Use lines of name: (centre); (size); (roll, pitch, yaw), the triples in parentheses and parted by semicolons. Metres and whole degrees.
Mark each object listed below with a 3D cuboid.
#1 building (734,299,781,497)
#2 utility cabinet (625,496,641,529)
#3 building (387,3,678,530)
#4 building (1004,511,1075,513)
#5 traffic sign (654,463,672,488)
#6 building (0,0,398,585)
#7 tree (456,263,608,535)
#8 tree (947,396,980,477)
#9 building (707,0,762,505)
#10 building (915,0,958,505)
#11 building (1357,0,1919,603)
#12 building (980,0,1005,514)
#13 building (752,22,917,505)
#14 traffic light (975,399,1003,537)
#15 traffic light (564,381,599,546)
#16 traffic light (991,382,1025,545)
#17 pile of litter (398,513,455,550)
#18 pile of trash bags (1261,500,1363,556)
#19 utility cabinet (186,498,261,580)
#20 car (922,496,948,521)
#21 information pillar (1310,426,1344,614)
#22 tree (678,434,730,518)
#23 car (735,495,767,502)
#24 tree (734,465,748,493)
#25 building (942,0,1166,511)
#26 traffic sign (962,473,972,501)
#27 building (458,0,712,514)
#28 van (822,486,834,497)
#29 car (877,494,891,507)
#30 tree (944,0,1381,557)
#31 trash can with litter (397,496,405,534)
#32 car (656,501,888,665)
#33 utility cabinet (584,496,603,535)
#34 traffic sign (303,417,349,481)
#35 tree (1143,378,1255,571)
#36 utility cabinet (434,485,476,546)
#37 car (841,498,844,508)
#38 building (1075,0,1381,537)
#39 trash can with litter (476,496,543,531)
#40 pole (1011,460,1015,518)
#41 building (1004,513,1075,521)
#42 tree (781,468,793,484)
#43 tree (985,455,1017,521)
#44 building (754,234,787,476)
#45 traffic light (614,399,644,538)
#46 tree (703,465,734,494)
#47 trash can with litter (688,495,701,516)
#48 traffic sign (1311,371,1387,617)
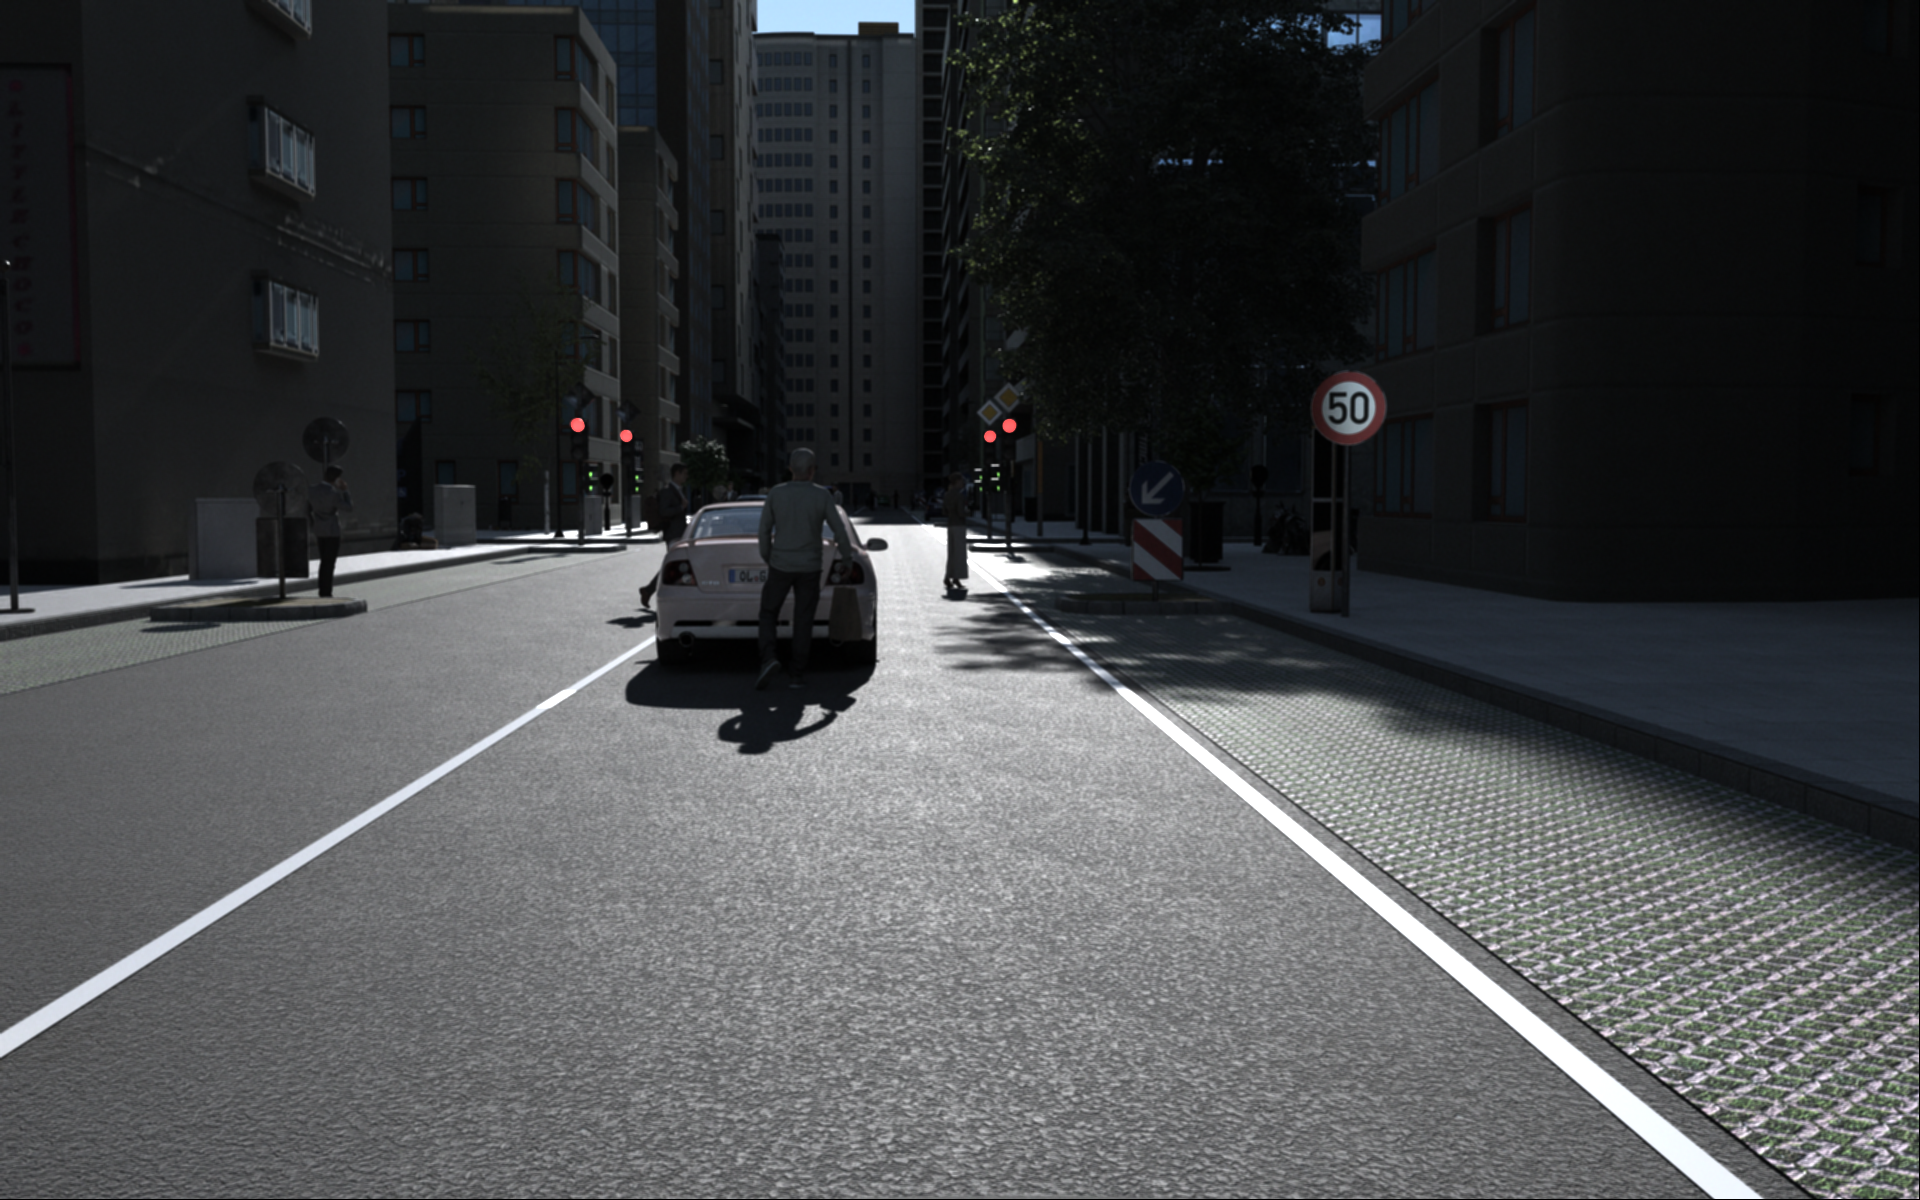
building: (-32.089, -19.710, 167.301); (27.650, 21.520, 28.899); (0, 4, -2)
utility cabinet: (-12.190, -3.263, 64.506); (0.306, 1.237, 1.020); (0, 4, 8)
building: (-27.883, -14.092, 75.448); (27.650, 21.520, 28.899); (0, 4, -2)
building: (10.897, -31.891, 145.125); (21.300, 48.544, 21.600); (0, 4, -2)
traffic sign: (-12.367, -4.404, 72.109); (0.768, 2.556, 0.104); (0, 4, -1)
building: (-22.800, -24.654, 26.800); (21.600, 48.544, 21.300); (0, 4, -2)
tree: (-13.298, -6.372, 54.543); (4.737, 8.622, 4.395); (0, 3, 0)
tree: (0.765, -10.986, 129.979); (4.360, 8.622, 3.978); (0, 3, 0)
building: (-30.315, -33.579, 138.254); (28.713, 52.752, 27.495); (0, 4, -2)
building: (4.650, -47.841, 220.457); (20.611, 71.187, 20.563); (0, 4, -2)
building: (21.154, -10.387, 14.873); (27.650, 21.520, 28.899); (0, 4, -2)
building: (8.283, -26.465, 116.294); (14.154, 41.232, 14.086); (0, 4, -2)
building: (-19.746, -41.467, 219.979); (28.212, 58.520, 21.231); (0, 4, -2)
traffic light: (0.857, -3.823, 51.419); (0.839, 4.253, 0.868); (0, 4, -2)
traffic light: (-9.402, -3.306, 42.973); (0.839, 4.253, 0.868); (0, 4, -2)
traffic light: (1.199, -3.335, 43.441); (0.839, 4.253, 0.868); (0, 4, -2)
pile of litter: (-12.565, -1.591, 39.985); (1.719, 0.858, 1.176); (0, 4, -5)
pile of trash bags: (7.538, -1.627, 36.349); (1.912, 1.369, 3.447); (0, 4, -1)
utility cabinet: (-11.150, -0.924, 26.266); (0.306, 1.237, 1.020); (3, 5, 41)
car: (-1.034, -4.895, 92.616); (1.945, 1.354, 3.894); (0, 4, -2)
information pillar: (3.994, -0.869, 18.707); (0.304, 2.012, 0.304); (-3, 5, -45)
tree: (-13.980, -6.737, 93.861); (4.285, 4.588, 4.351); (0, 3, 0)
car: (-6.360, -2.594, 54.410); (2.014, 1.417, 4.499); (0, 4, -3)
tree: (-14.915, -7.297, 113.899); (1.663, 3.219, 1.824); (0, 3, 0)
building: (9.273, -33.207, 166.635); (21.300, 48.544, 21.600); (0, 4, -2)
traffic sign: (0.339, -6.357, 104.034); (0.768, 2.556, 0.104); (0, 4, -2)
building: (-24.220, -28.428, 114.903); (14.600, 45.320, 14.200); (0, 4, -2)
van: (-10.465, -7.860, 132.900); (2.240, 2.365, 5.245); (0, 4, -4)
car: (-8.857, -11.501, 196.841); (1.959, 1.807, 4.718); (0, 4, -2)
tree: (4.359, -7.861, 35.190); (9.857, 13.997, 8.962); (0, 3, 0)
trash can with litter: (-18.283, -2.747, 55.978); (1.678, 1.210, 2.233); (-1, 4, -20)
car: (-1.698, -0.220, 15.961); (2.083, 1.381, 4.827); (0, 4, -3)
utility cabinet: (-11.620, -2.672, 54.844); (0.306, 1.237, 1.020); (-2, 4, -29)
traffic sign: (-10.503, -1.749, 28.704); (0.768, 2.556, 0.104); (0, 4, -1)
tree: (4.170, -2.108, 29.062); (1.663, 3.219, 1.824); (0, 3, 0)
utility cabinet: (-12.480, -2.090, 42.850); (0.318, 1.500, 1.173); (2, 4, 25)
car: (-11.242, -8.865, 153.734); (1.959, 1.807, 4.718); (0, 4, -4)
building: (19.833, -45.729, 60.335); (31.000, 86.520, 22.319); (0, 4, -2)
trash can with litter: (-15.715, -3.038, 60.734); (2.233, 1.210, 1.678); (2, 4, 24)
pole: (2.831, -6.010, 92.101); (0.158, 3.312, 0.155); (0, 3, 0)
building: (13.698, -28.549, 90.484); (21.300, 48.544, 21.600); (0, 4, -2)
tree: (-17.596, -12.307, 184.930); (4.285, 4.588, 4.351); (0, 3, 0)
tree: (1.631, -5.420, 83.224); (1.663, 3.219, 1.824); (0, 3, 0)
building: (-26.538, -25.786, 193.297); (14.107, 30.474, 14.160); (0, 4, -2)
traffic light: (-9.743, -3.794, 50.951); (0.839, 4.253, 0.868); (0, 4, -2)
tree: (-14.649, -6.681, 103.827); (1.663, 3.219, 1.824); (0, 3, 0)
trash can with litter: (-15.595, -5.469, 100.483); (2.233, 1.210, 1.678); (0, 4, -1)
traffic sign: (4.019, -1.093, 17.984); (0.768, 2.556, 0.104); (0, 4, 7)
